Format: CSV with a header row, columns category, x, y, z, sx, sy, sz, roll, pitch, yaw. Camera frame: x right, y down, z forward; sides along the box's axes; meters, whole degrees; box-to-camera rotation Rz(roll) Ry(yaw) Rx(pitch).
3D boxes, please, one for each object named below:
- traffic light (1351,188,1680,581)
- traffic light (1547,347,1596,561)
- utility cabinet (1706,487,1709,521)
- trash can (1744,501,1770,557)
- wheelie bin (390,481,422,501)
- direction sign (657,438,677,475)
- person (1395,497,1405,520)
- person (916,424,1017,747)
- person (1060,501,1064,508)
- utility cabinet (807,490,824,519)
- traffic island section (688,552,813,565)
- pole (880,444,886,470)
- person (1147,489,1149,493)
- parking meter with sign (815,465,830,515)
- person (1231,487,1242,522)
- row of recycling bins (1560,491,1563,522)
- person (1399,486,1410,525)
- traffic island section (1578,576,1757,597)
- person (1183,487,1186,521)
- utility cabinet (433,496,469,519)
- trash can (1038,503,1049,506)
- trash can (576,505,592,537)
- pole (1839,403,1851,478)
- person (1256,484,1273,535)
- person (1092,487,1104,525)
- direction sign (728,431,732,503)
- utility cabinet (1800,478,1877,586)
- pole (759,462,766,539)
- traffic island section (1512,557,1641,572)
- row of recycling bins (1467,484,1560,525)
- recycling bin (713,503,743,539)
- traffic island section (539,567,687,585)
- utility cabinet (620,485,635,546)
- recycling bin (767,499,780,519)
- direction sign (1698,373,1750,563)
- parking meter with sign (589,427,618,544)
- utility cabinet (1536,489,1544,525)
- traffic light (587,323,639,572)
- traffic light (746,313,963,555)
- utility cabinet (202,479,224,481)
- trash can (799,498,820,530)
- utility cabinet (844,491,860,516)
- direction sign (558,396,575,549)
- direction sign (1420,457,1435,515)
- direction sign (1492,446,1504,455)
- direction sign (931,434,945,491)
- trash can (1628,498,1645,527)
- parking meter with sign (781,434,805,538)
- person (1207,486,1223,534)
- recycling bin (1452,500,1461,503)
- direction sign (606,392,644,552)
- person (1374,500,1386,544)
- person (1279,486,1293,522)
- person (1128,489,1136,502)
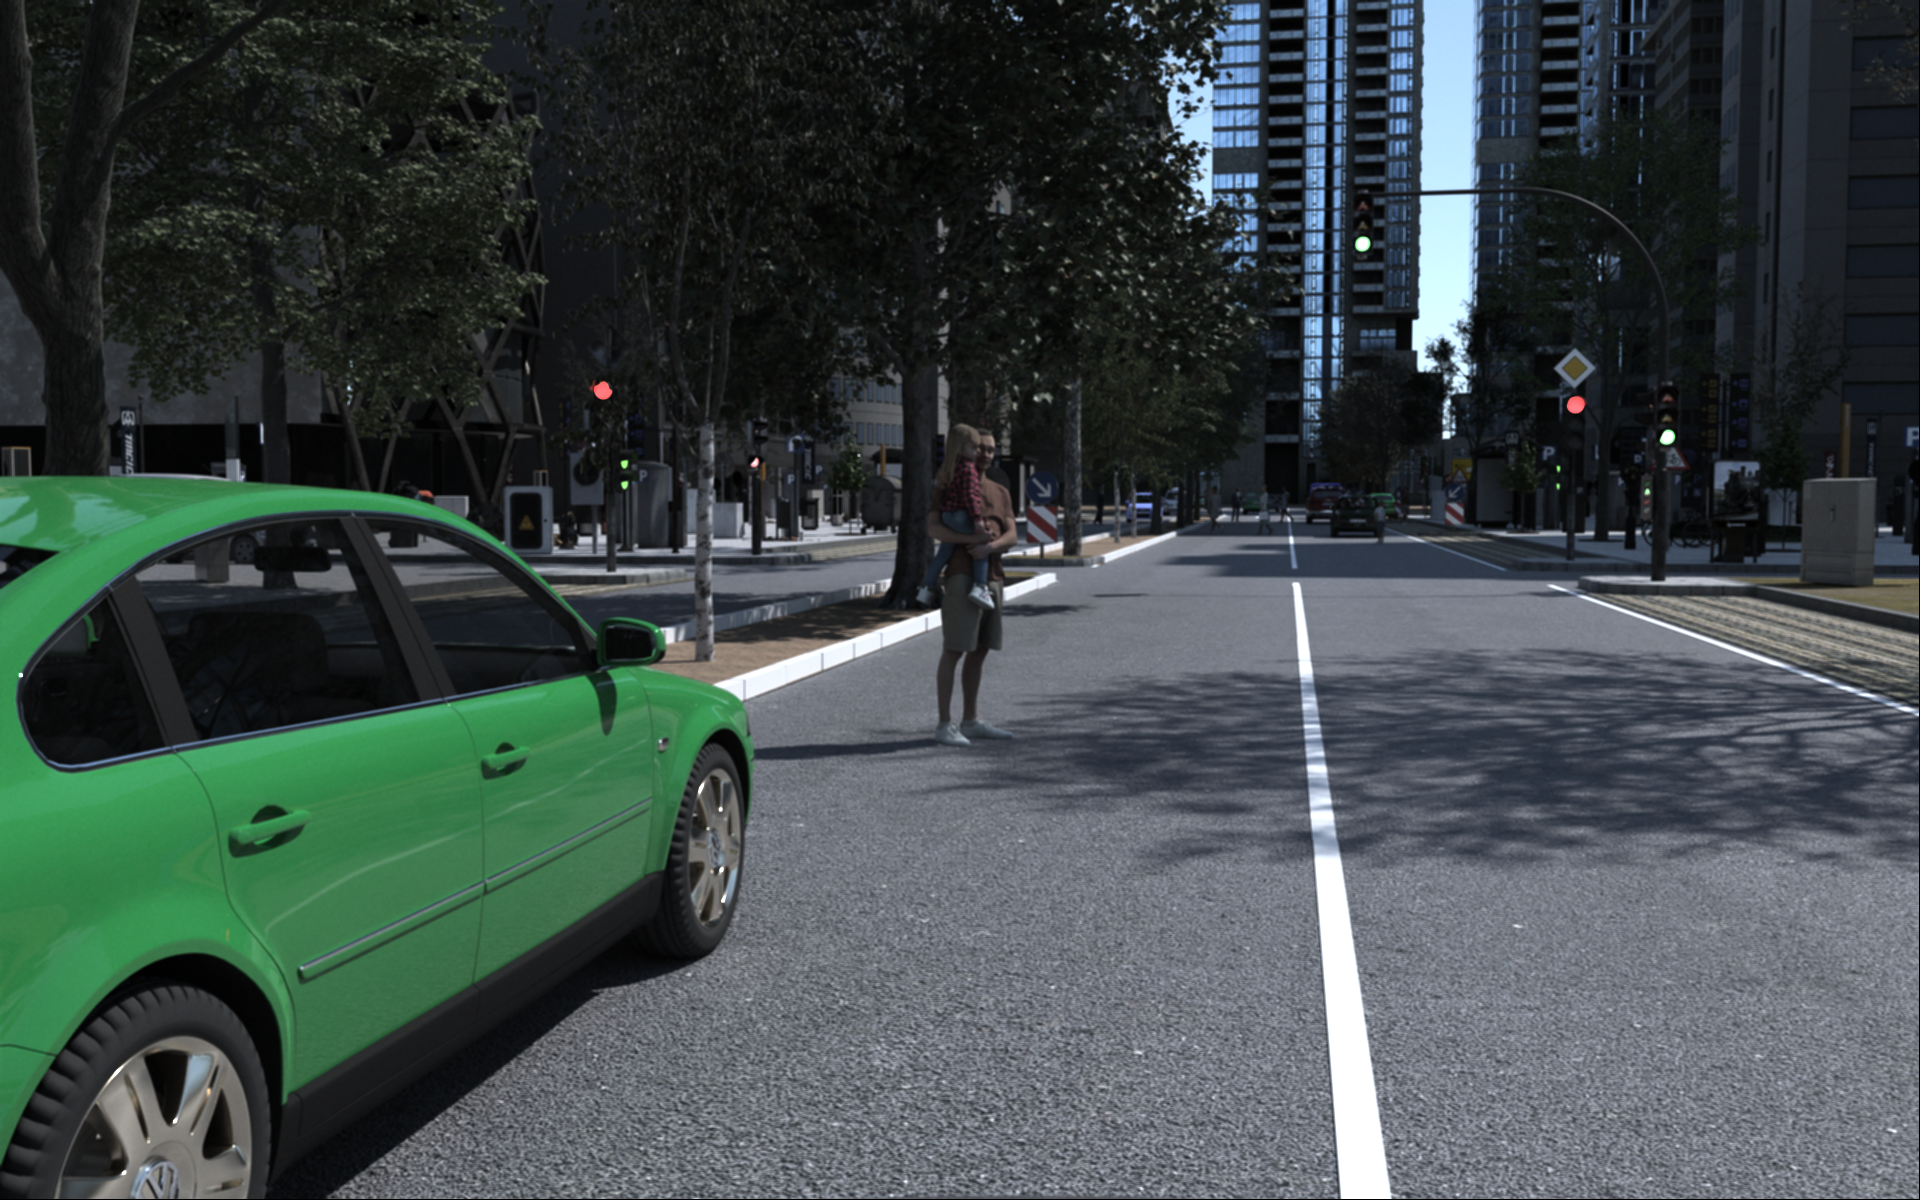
category,x,y,z,sx,sy,sz,roll,pitch,yaw
traffic light,8.219,-3.124,25.742,4.771,5.953,1.251,1,4,11
traffic light,11.770,-2.717,33.343,0.839,4.253,0.868,1,4,11
utility cabinet,23.735,-2.760,53.808,0.318,1.500,1.173,-1,4,-17
trash can,16.246,-1.467,35.632,0.748,1.137,0.748,0,3,0
wheelie bin,-13.329,-2.060,41.587,0.693,1.594,0.980,0,4,1
direction sign,-11.781,-4.756,69.759,0.876,3.537,0.379,1,4,20
person,22.206,-4.823,87.130,0.659,1.850,0.755,-1,4,-18
person,0.041,-0.092,9.977,0.573,1.828,0.580,0,4,4
person,4.281,-3.629,68.188,0.716,1.782,0.532,0,4,8
utility cabinet,-7.514,-4.972,89.977,0.318,1.500,1.173,2,4,26
traffic island section,-4.301,-0.868,36.478,2.009,0.180,2.903,1,4,11
pole,-3.151,-4.714,70.919,0.158,3.312,0.155,0,3,0
person,14.249,-7.501,131.135,1.348,1.826,0.705,-3,4,-37
parking meter with sign,-8.251,-6.634,104.720,0.543,3.016,1.738,-2,4,-25
person,14.386,-4.986,90.202,0.721,1.800,0.419,-1,4,-15
row of recycling bins,27.665,-4.481,80.383,1.069,1.692,3.534,0,4,-7
person,20.548,-4.377,80.039,0.573,1.828,0.580,-1,4,-22
traffic island section,10.329,-0.203,25.603,2.009,0.180,2.903,1,4,11
person,11.463,-4.871,88.242,0.635,1.810,0.391,-1,4,-19
utility cabinet,-15.684,-2.582,53.378,1.020,1.237,0.306,0,4,5
trash can,4.614,-5.158,95.991,0.748,1.137,0.748,0,3,0
trash can,-11.337,-2.500,52.533,0.748,1.137,0.748,0,3,0
pole,19.882,-2.759,38.953,0.158,3.312,0.155,0,3,0
person,10.705,-3.177,60.802,0.624,1.780,0.694,1,4,11
person,6.471,-4.387,80.643,0.534,1.772,0.576,0,4,-7
direction sign,-8.050,-4.206,60.757,0.379,3.537,0.876,0,4,0
utility cabinet,12.330,-0.959,24.357,0.318,1.500,1.173,-1,4,-9
pole,-5.671,-3.408,49.564,0.158,3.312,0.155,0,3,0
traffic island section,11.807,-0.683,33.450,2.009,0.180,2.903,1,4,11
row of recycling bins,23.238,-4.028,72.974,3.534,1.692,1.069,1,4,11
recycling bin,-6.727,-2.305,50.247,0.722,1.027,0.722,1,4,9
traffic island section,-5.779,-0.388,28.631,2.009,0.180,2.903,1,4,11
utility cabinet,-8.266,-2.099,42.990,0.318,1.500,1.173,-1,4,-13
recycling bin,-9.643,-4.774,90.607,0.722,1.027,0.722,-2,4,-24
direction sign,14.315,-2.478,32.510,0.876,3.537,0.379,1,4,10
parking meter with sign,-8.690,-2.962,44.691,1.738,3.016,0.543,1,4,19
utility cabinet,23.448,-3.735,69.741,1.173,1.500,0.318,3,5,40
traffic light,-5.742,-2.420,28.489,0.839,4.253,0.868,1,4,11
traffic light,-2.191,-3.750,35.984,4.771,5.953,1.251,1,4,11
utility cabinet,-10.976,-1.023,25.398,0.318,1.500,1.173,-2,4,-32
trash can,-5.373,-3.075,61.937,0.748,1.137,0.748,0,3,0
utility cabinet,-6.104,-5.440,97.629,0.318,1.500,1.173,-3,4,-38
direction sign,-9.224,-2.967,40.507,0.379,3.537,0.876,-2,4,-31
direction sign,28.557,-6.961,105.807,0.876,3.537,0.379,0,4,1
direction sign,25.259,-5.473,81.486,0.876,3.537,0.379,-2,4,-31
direction sign,-0.998,-4.521,65.917,0.876,3.537,0.379,1,4,19
trash can,26.305,-3.404,67.315,0.748,1.137,0.748,0,3,0
parking meter with sign,-4.985,-3.347,50.976,0.543,3.016,1.738,-1,4,-15
person,9.267,-3.269,62.696,0.466,1.731,0.760,-3,5,-45
recycling bin,29.492,-5.480,102.152,0.722,1.027,0.722,2,4,34
direction sign,-7.463,-2.843,38.481,0.876,3.537,0.379,-1,4,-13
person,12.127,-2.254,50.036,0.332,1.250,0.352,2,4,26
person,16.342,-4.794,86.975,0.778,1.811,0.616,0,4,0
person,10.291,-5.766,102.871,0.635,1.810,0.391,-2,4,-33
